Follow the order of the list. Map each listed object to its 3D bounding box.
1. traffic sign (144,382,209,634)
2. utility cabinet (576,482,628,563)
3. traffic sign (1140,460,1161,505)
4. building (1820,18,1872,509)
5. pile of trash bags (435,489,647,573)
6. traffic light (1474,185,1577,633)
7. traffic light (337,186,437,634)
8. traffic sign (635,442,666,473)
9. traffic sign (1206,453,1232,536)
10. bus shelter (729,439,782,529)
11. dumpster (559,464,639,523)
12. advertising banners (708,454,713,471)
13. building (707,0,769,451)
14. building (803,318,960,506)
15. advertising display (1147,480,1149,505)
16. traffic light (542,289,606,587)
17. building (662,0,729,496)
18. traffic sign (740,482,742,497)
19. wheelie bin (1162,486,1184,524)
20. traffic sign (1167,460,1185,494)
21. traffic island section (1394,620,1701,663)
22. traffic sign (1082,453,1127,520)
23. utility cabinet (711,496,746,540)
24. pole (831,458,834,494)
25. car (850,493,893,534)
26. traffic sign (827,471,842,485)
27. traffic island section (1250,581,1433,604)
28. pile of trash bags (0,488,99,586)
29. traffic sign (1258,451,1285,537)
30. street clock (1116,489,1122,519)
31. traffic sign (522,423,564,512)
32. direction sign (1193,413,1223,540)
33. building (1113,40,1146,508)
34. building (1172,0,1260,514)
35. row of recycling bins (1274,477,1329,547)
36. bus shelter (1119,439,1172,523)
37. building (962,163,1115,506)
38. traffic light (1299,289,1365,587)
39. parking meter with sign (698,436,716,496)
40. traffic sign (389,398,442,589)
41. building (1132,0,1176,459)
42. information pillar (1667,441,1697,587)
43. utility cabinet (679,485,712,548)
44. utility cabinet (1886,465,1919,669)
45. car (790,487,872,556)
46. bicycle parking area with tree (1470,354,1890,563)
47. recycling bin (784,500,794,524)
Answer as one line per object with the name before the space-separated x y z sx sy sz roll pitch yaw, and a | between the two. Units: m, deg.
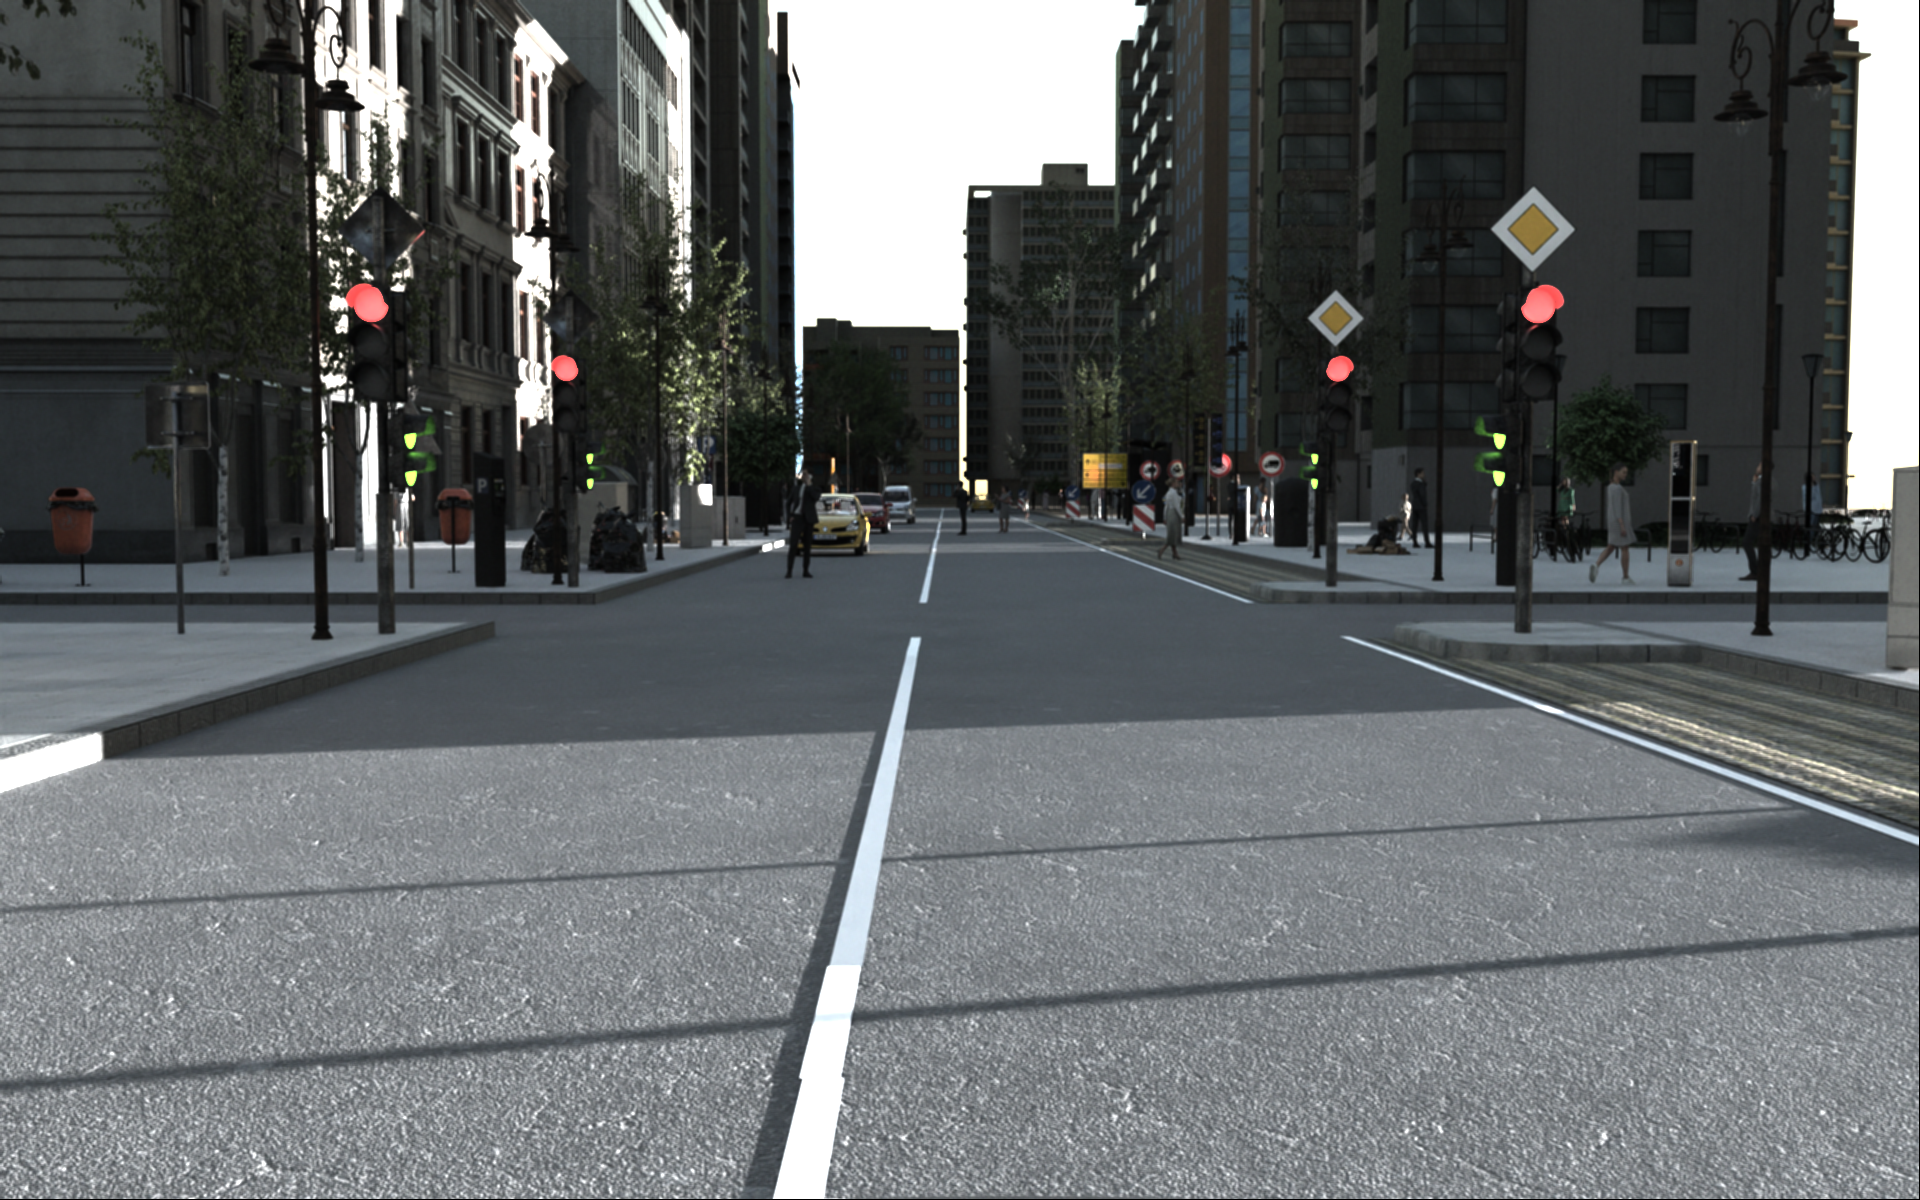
traffic sign | -7.153 -0.839 15.846 0.606 2.300 0.079 0 4 5
utility cabinet | -6.585 -1.414 31.805 1.173 1.500 0.318 3 5 41
traffic sign | 7.150 -3.977 65.130 0.768 2.556 0.104 1 4 9
building | 65.201 -30.689 156.384 28.867 44.769 22.147 0 4 0
pile of trash bags | -6.922 -1.160 28.723 3.447 1.369 1.912 0 4 -8
traffic light | 5.198 -1.652 15.937 0.839 4.253 0.868 0 4 0
traffic light | -5.263 -1.646 15.838 0.839 4.253 0.868 0 4 0
traffic sign | -7.576 -2.587 42.410 0.768 2.556 0.104 0 4 3
traffic sign | 7.901 -3.231 52.933 0.768 2.556 0.104 0 4 7
bus shelter | -7.669 -4.617 66.768 1.731 3.624 6.357 0 4 0
dumpster | -7.081 -1.727 33.995 1.264 1.857 1.865 0 4 -1
advertising banners | -8.270 -3.590 54.890 0.090 3.025 2.074 -2 4 -34
building | -21.838 -27.120 127.000 14.154 41.232 14.086 0 4 0
building | -14.556 -21.965 204.162 28.899 21.520 27.650 0 4 0
advertising display | 7.415 -3.817 67.615 0.123 1.923 0.974 1 4 12
traffic light | -5.327 -2.135 23.822 0.839 4.253 0.868 0 4 0
building | -24.447 -40.956 107.889 20.563 71.187 20.611 0 4 0
traffic sign | -7.817 -3.780 61.901 0.768 2.556 0.104 0 4 5
wheelie bin | 8.823 -3.878 71.307 0.980 1.594 0.693 -2 4 -30
traffic sign | 8.027 -3.908 63.999 0.768 2.556 0.104 0 4 3
traffic island section | 5.238 0.381 16.051 2.009 0.180 2.903 0 4 0
traffic sign | 7.132 -5.575 85.023 2.265 3.308 0.079 0 4 3
utility cabinet | -6.561 -2.317 49.046 1.020 1.237 0.306 -3 5 -43
pole | -7.202 -6.371 98.001 0.158 3.312 0.155 0 3 0
car | -3.544 -3.367 64.099 2.155 1.783 4.494 0 4 -1
traffic sign | -7.079 -5.969 97.592 0.884 2.594 0.081 1 4 9
traffic island section | 5.174 -0.107 24.036 2.009 0.180 2.903 0 4 0
pile of trash bags | -13.645 -0.862 23.839 3.447 1.369 1.912 0 4 -4
traffic sign | 9.233 -3.138 51.408 0.768 2.556 0.104 0 4 4
street clock | 8.075 -5.095 87.878 0.358 2.002 0.471 0 4 4
traffic sign | -7.502 -1.899 31.150 0.768 2.556 0.104 0 4 4
direction sign | 6.949 -3.461 48.585 0.876 3.537 0.379 -1 4 -16
building | 21.074 -29.132 159.909 14.154 41.232 14.086 0 4 0
building | 22.094 -28.445 115.185 14.600 45.320 14.200 0 4 0
row of recycling bins | 8.664 -2.221 43.427 1.069 1.692 3.534 2 4 23
bus shelter | 8.177 -5.204 76.365 1.731 3.624 6.357 0 4 0
building | 12.364 -31.443 205.978 23.993 40.220 32.217 0 4 0
traffic light | 5.134 -2.141 23.922 0.839 4.253 0.868 0 4 0
parking meter with sign | -7.732 -3.451 52.683 0.543 3.016 1.738 -1 4 -11
traffic sign | -7.426 -1.430 23.388 0.884 2.594 0.081 0 4 4
building | 25.662 -31.668 137.386 23.786 49.044 30.456 0 4 0
information pillar | 10.011 -1.194 24.019 0.304 2.012 0.304 2 4 29
utility cabinet | -6.291 -1.987 41.164 0.318 1.500 1.173 1 4 16
utility cabinet | 7.194 -0.265 13.018 0.318 1.500 1.173 2 4 33
car | -3.083 -1.904 41.352 2.015 1.641 3.980 0 4 0
bicycle parking area with tree | 14.824 -2.967 35.508 8.231 4.147 9.016 1 4 15
recycling bin | -7.342 -3.868 75.802 0.722 1.027 0.722 0 4 -4
